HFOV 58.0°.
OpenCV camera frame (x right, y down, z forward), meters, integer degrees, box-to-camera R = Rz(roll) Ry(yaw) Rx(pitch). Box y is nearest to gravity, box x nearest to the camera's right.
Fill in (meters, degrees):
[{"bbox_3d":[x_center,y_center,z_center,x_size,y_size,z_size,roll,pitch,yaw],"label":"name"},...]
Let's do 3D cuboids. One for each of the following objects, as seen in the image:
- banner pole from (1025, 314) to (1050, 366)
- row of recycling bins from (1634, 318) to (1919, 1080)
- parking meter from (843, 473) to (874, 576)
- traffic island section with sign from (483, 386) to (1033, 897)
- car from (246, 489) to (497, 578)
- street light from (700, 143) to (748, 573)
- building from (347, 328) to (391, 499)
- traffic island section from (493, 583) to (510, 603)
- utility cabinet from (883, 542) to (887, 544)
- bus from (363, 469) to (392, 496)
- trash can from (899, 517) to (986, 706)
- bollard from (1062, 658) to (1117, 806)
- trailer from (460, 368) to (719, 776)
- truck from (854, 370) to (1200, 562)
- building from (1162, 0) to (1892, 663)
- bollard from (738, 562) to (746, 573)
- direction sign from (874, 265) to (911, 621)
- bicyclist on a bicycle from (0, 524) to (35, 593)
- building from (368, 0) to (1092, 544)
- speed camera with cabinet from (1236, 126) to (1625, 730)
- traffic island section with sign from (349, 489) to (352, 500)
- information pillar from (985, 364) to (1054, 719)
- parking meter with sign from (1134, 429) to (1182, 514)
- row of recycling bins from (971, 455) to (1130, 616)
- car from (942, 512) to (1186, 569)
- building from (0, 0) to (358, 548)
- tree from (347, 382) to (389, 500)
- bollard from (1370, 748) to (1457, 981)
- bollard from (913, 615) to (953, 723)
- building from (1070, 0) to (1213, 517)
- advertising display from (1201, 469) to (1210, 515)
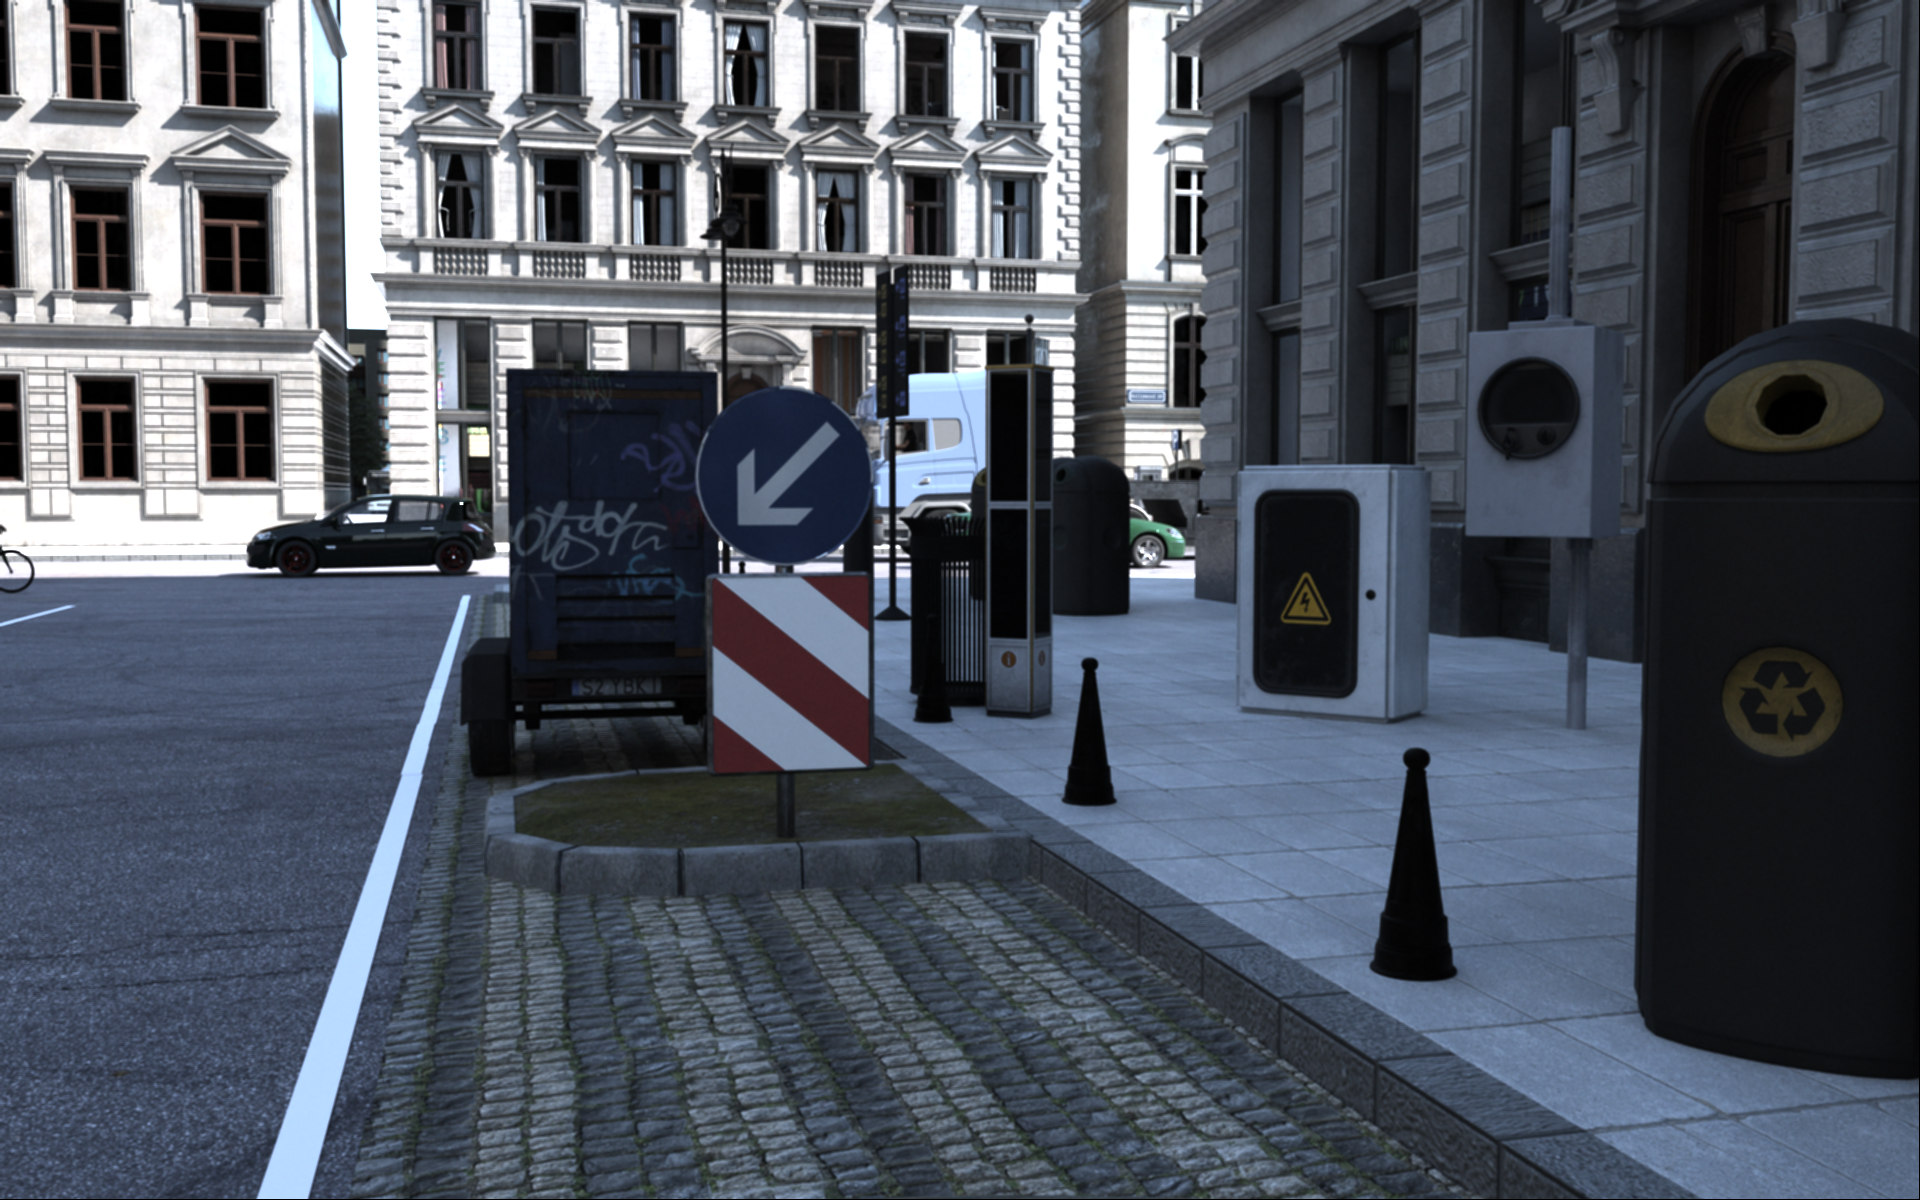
[{"bbox_3d":[1.076,-2.104,24.415,0.401,3.779,0.863,2,4,29],"label":"banner pole"},{"bbox_3d":[2.625,0.254,2.957,1.069,1.692,3.534,-1,4,-23],"label":"row of recycling bins"},{"bbox_3d":[-1.223,-0.762,20.876,0.372,1.533,0.369,0,3,0],"label":"parking meter"},{"bbox_3d":[-0.935,0.093,7.108,1.989,1.847,2.006,-1,4,-15],"label":"traffic island section with sign"},{"bbox_3d":[-10.403,-1.280,30.707,4.222,1.686,2.009,-1,4,-15],"label":"car"},{"bbox_3d":[-3.163,-3.088,23.272,0.468,5.910,1.993,-1,4,-15],"label":"street light"},{"bbox_3d":[-75.300,-22.060,205.720,28.899,21.520,27.650,-1,4,-15],"label":"building"},{"bbox_3d":[-5.371,-0.093,23.809,2.009,0.180,2.903,-1,4,-15],"label":"traffic island section"},{"bbox_3d":[-1.606,-2.154,43.891,0.318,1.500,1.173,2,4,26],"label":"utility cabinet"},{"bbox_3d":[-39.303,-7.650,119.935,2.948,3.499,13.247,-1,4,-15],"label":"bus"},{"bbox_3d":[-0.002,0.060,10.667,0.748,1.137,0.748,0,3,0],"label":"trash can"},{"bbox_3d":[0.539,0.540,7.215,0.229,0.601,0.229,0,3,0],"label":"bollard"},{"bbox_3d":[-2.028,-0.175,9.914,1.471,1.999,3.904,-1,4,-13],"label":"trailer"},{"bbox_3d":[6.288,-2.999,38.790,18.799,4.110,2.967,-1,4,-13],"label":"truck"},{"bbox_3d":[9.893,-11.259,12.966,11.050,23.489,19.941,-1,4,-15],"label":"building"},{"bbox_3d":[-2.197,-0.087,17.468,0.229,0.601,0.229,0,3,0],"label":"bollard"},{"bbox_3d":[-0.687,-1.566,17.608,0.379,3.537,0.876,-1,4,-22],"label":"direction sign"},{"bbox_3d":[-14.216,-0.912,24.931,1.625,1.676,1.499,-1,4,-14],"label":"bicyclist on a bicycle"},{"bbox_3d":[-6.890,-13.555,50.504,19.941,23.489,11.050,-1,4,-15],"label":"building"},{"bbox_3d":[2.589,-0.941,9.716,2.038,3.252,0.660,3,4,36],"label":"speed camera with cabinet"},{"bbox_3d":[-46.446,-7.514,131.482,1.989,1.847,2.006,-1,4,-15],"label":"traffic island section with sign"},{"bbox_3d":[0.343,-0.337,9.996,0.304,2.012,0.304,2,4,26],"label":"information pillar"},{"bbox_3d":[5.034,-3.077,46.564,1.738,3.016,0.543,-1,4,-12],"label":"parking meter with sign"},{"bbox_3d":[1.011,-0.780,19.865,1.069,1.692,3.534,-1,4,-17],"label":"row of recycling bins"},{"bbox_3d":[2.014,-1.345,33.782,4.920,1.459,2.131,-1,4,-13],"label":"car"},{"bbox_3d":[-26.774,-12.763,44.831,21.152,22.565,11.583,-1,4,-15],"label":"building"},{"bbox_3d":[-61.926,-15.715,175.060,7.486,12.596,7.792,0,3,0],"label":"tree"},{"bbox_3d":[1.222,0.697,4.652,0.229,0.601,0.229,0,3,0],"label":"bollard"},{"bbox_3d":[-0.152,0.382,9.794,0.229,0.601,0.229,0,3,0],"label":"bollard"},{"bbox_3d":[19.810,-14.679,59.080,34.723,24.649,14.460,-1,4,-15],"label":"building"},{"bbox_3d":[6.685,-2.404,44.520,0.974,1.923,0.123,1,4,17],"label":"advertising display"}]
